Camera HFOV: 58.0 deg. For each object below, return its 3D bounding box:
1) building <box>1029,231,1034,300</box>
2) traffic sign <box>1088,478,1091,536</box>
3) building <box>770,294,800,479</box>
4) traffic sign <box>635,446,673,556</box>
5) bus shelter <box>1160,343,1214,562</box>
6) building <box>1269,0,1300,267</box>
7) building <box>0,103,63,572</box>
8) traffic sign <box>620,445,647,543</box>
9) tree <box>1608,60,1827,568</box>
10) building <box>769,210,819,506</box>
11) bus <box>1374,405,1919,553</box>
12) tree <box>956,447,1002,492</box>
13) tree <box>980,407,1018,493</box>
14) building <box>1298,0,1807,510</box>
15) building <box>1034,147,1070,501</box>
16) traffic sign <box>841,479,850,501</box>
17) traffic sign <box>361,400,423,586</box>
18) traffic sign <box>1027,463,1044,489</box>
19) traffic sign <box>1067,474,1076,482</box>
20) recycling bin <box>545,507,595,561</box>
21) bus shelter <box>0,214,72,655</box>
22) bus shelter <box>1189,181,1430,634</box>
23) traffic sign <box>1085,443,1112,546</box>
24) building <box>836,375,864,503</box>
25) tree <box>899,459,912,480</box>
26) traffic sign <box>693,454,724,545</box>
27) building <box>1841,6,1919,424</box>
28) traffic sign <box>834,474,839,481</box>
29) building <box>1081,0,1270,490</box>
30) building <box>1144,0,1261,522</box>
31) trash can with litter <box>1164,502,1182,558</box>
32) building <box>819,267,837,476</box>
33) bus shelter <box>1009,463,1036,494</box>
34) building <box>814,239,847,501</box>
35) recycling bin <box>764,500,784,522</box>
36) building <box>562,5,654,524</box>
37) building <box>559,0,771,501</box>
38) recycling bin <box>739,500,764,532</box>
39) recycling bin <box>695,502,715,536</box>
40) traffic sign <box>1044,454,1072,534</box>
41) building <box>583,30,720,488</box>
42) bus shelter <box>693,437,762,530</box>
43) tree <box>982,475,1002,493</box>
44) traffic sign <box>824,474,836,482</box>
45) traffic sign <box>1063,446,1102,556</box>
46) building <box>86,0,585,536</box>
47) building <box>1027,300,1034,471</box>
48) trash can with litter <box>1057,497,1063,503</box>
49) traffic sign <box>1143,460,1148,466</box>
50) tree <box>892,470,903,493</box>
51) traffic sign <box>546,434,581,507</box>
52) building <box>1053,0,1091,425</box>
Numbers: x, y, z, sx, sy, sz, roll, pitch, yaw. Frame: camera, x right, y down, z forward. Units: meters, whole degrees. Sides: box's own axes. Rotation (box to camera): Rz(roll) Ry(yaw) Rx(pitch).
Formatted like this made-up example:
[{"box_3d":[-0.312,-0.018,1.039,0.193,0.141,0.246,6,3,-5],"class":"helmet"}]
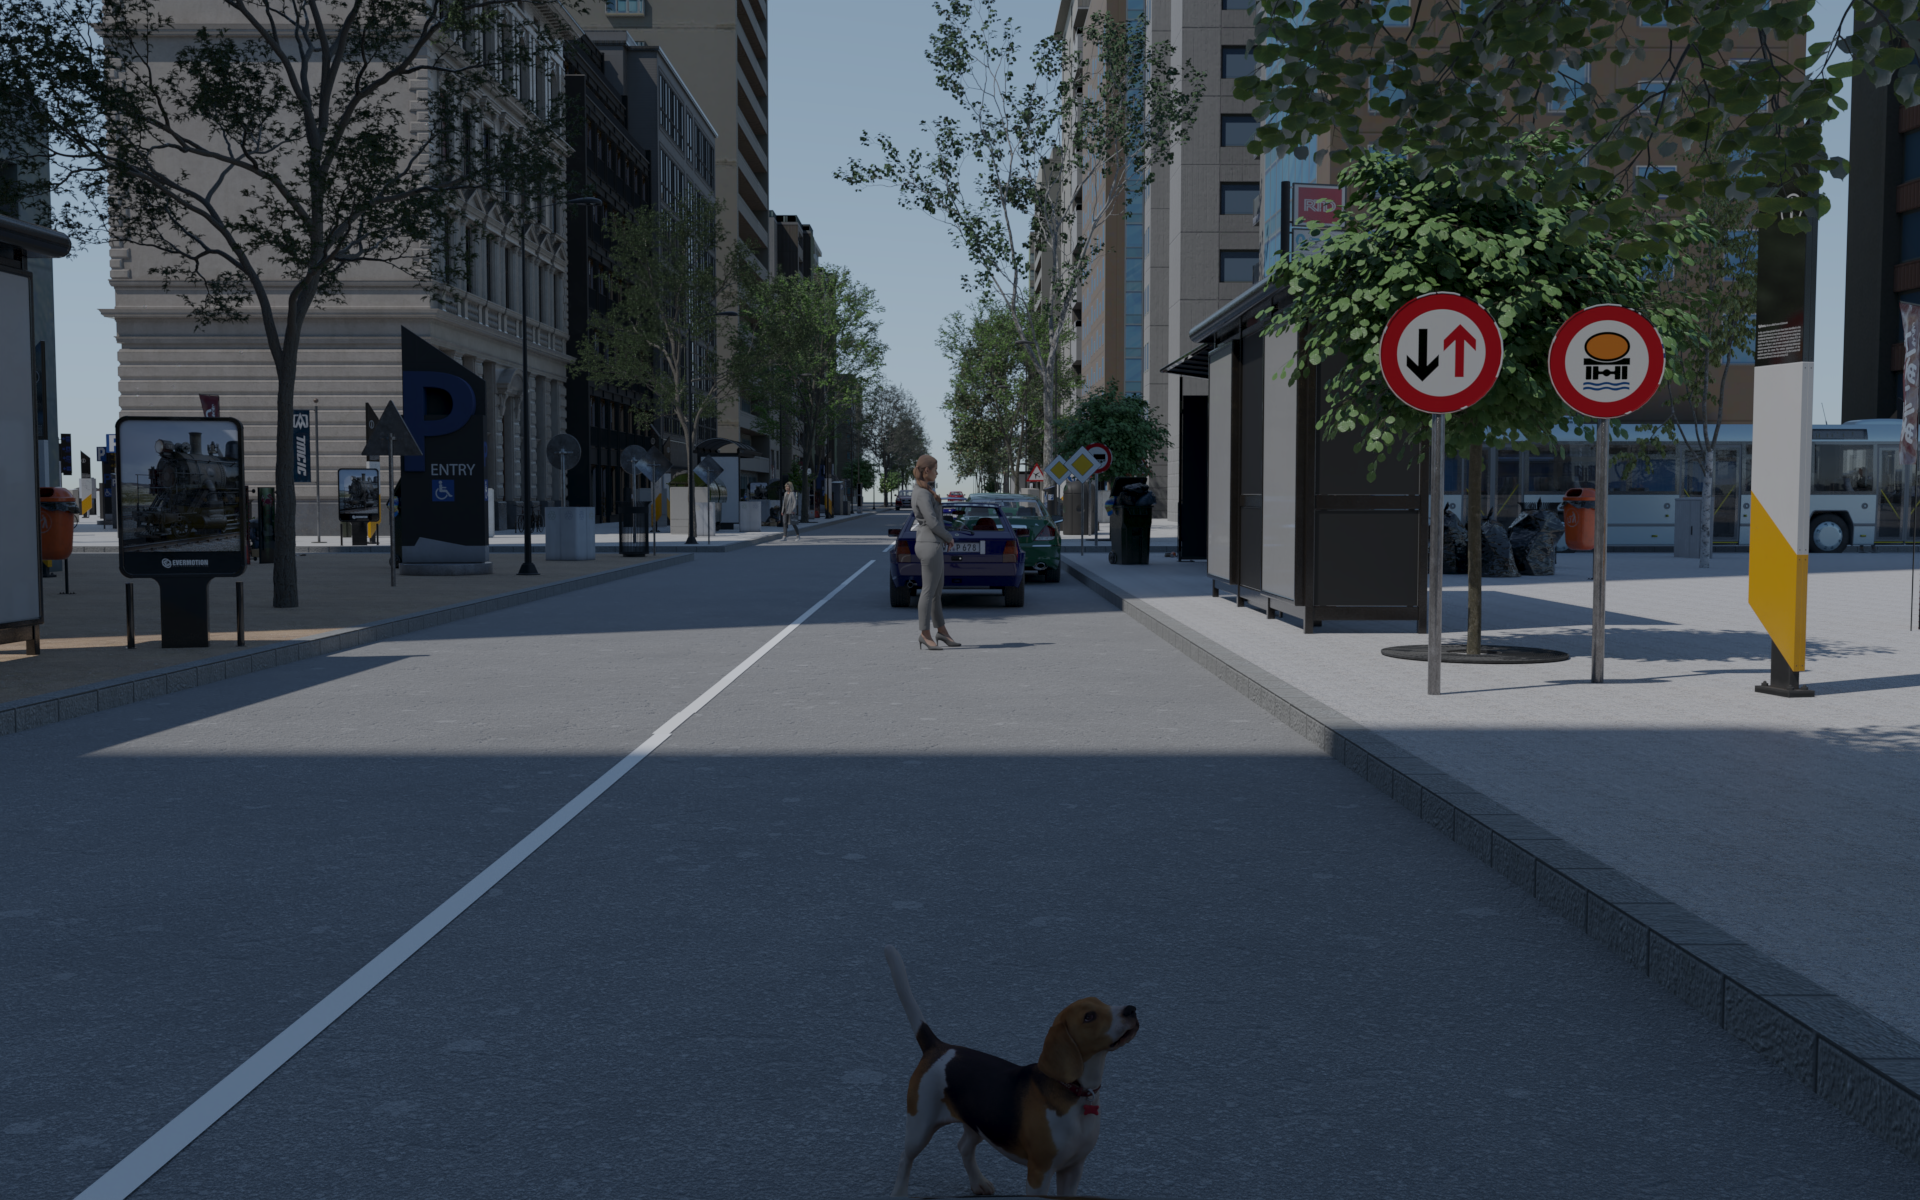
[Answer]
[{"box_3d":[17.627,-35.902,270.591,14.154,41.232,14.086,0,4,0],"class":"building"},{"box_3d":[3.992,-3.247,53.190,0.768,2.556,0.104,1,4,9],"class":"traffic sign"},{"box_3d":[-29.565,-19.049,156.483,27.650,21.520,28.899,0,4,0],"class":"building"},{"box_3d":[-6.354,-1.978,35.984,0.795,2.450,0.064,0,4,0],"class":"traffic sign"},{"box_3d":[4.643,-2.349,29.695,1.731,3.624,6.357,0,4,0],"class":"bus shelter"},{"box_3d":[17.789,-29.777,136.958,14.600,45.320,14.200,0,4,0],"class":"building"},{"box_3d":[-30.398,-42.955,14.993,31.000,86.520,22.319,0,4,0],"class":"building"},{"box_3d":[-8.480,-2.751,45.092,0.768,2.556,0.104,1,4,9],"class":"traffic sign"},{"box_3d":[12.876,-4.873,30.034,4.737,8.622,4.395,0,3,0],"class":"tree"},{"box_3d":[-22.466,-24.846,177.931,14.160,30.474,14.107,0,4,0],"class":"building"},{"box_3d":[16.261,-2.710,39.174,13.247,3.499,2.948,0,4,-2],"class":"bus"},{"box_3d":[3.047,-17.429,219.369,7.601,10.594,8.767,3,4,39],"class":"tree"},{"box_3d":[2.982,-11.300,135.114,4.360,8.622,3.978,0,3,0],"class":"tree"},{"box_3d":[18.168,-24.955,58.129,14.200,45.320,14.600,0,4,0],"class":"building"},{"box_3d":[21.307,-37.561,237.826,21.300,48.544,21.600,0,4,0],"class":"building"},{"box_3d":[-7.581,-6.892,114.809,0.606,2.300,0.079,0,4,8],"class":"traffic sign"},{"box_3d":[-7.874,-1.467,23.995,0.884,2.594,0.081,0,4,7],"class":"traffic sign"},{"box_3d":[3.234,-4.469,73.069,0.884,2.594,0.081,0,4,2],"class":"traffic sign"},{"box_3d":[5.189,-4.788,78.397,0.768,2.556,0.104,0,4,7],"class":"traffic sign"},{"box_3d":[-7.549,-1.284,33.550,0.722,1.027,0.722,1,4,18],"class":"recycling bin"},{"box_3d":[-8.136,-1.944,9.418,2.179,5.291,8.768,0,4,0],"class":"bus shelter"},{"box_3d":[3.939,-2.590,19.977,2.179,5.291,8.768,0,4,0],"class":"bus shelter"},{"box_3d":[3.382,-2.618,42.913,0.768,2.556,0.104,0,4,4],"class":"traffic sign"},{"box_3d":[-29.282,-25.575,263.185,27.650,21.520,28.899,0,4,0],"class":"building"},{"box_3d":[-8.389,-21.073,278.961,7.601,10.594,8.767,-2,4,-35],"class":"tree"},{"box_3d":[-6.379,-2.466,43.969,0.795,2.450,0.064,0,4,0],"class":"traffic sign"},{"box_3d":[47.689,-24.929,62.216,28.867,44.769,22.147,0,4,0],"class":"building"},{"box_3d":[-7.898,-6.682,109.260,0.884,2.594,0.081,0,4,5],"class":"traffic sign"},{"box_3d":[18.072,-30.644,151.132,14.600,45.320,14.200,0,4,0],"class":"building"},{"box_3d":[20.322,-33.553,90.590,21.231,58.520,28.212,0,4,0],"class":"building"},{"box_3d":[5.042,-1.481,35.273,2.233,1.210,1.678,-2,4,-28],"class":"trash can with litter"},{"box_3d":[-22.943,-27.264,217.470,14.160,30.474,14.107,0,4,0],"class":"building"},{"box_3d":[4.159,-7.375,114.501,2.014,3.302,5.546,0,4,0],"class":"bus shelter"},{"box_3d":[-31.972,-33.289,236.158,32.217,40.220,23.993,0,4,0],"class":"building"},{"box_3d":[-7.755,-3.610,71.578,0.722,1.027,0.722,-3,5,-39],"class":"recycling bin"},{"box_3d":[-21.675,-15.296,79.765,12.332,23.373,15.834,0,4,0],"class":"building"},{"box_3d":[-26.014,-30.920,129.241,21.300,48.544,21.600,0,4,0],"class":"building"},{"box_3d":[-7.122,-2.829,58.816,0.722,1.027,0.722,0,4,-5],"class":"recycling bin"},{"box_3d":[-7.850,-2.470,52.931,0.722,1.027,0.722,-1,4,-9],"class":"recycling bin"},{"box_3d":[2.515,-2.467,43.977,0.795,2.450,0.064,0,4,0],"class":"traffic sign"},{"box_3d":[-22.470,-18.716,99.514,14.314,27.812,24.014,0,4,0],"class":"building"},{"box_3d":[-8.698,-4.335,64.803,2.014,3.302,5.546,0,4,0],"class":"bus shelter"},{"box_3d":[3.739,-12.967,206.603,1.663,3.219,1.824,0,3,0],"class":"tree"},{"box_3d":[-8.119,-6.612,108.218,0.768,2.556,0.104,0,4,8],"class":"traffic sign"},{"box_3d":[2.540,-1.979,35.992,0.795,2.450,0.064,0,4,0],"class":"traffic sign"},{"box_3d":[-20.838,-14.217,61.325,11.050,23.489,19.941,0,4,0],"class":"building"},{"box_3d":[16.901,-29.647,256.434,14.160,30.474,14.107,0,4,0],"class":"building"},{"box_3d":[4.197,-3.549,69.410,1.055,1.170,0.624,3,5,39],"class":"trash can with litter"},{"box_3d":[5.164,-3.079,50.345,0.884,2.594,0.081,0,4,2],"class":"traffic sign"},{"box_3d":[-8.651,-14.184,215.616,4.285,4.588,4.351,0,3,0],"class":"tree"},{"box_3d":[-8.372,-2.229,36.556,0.768,2.556,0.104,1,4,9],"class":"traffic sign"},{"box_3d":[24.288,-35.693,172.823,28.713,52.752,27.495,0,4,0],"class":"building"}]
